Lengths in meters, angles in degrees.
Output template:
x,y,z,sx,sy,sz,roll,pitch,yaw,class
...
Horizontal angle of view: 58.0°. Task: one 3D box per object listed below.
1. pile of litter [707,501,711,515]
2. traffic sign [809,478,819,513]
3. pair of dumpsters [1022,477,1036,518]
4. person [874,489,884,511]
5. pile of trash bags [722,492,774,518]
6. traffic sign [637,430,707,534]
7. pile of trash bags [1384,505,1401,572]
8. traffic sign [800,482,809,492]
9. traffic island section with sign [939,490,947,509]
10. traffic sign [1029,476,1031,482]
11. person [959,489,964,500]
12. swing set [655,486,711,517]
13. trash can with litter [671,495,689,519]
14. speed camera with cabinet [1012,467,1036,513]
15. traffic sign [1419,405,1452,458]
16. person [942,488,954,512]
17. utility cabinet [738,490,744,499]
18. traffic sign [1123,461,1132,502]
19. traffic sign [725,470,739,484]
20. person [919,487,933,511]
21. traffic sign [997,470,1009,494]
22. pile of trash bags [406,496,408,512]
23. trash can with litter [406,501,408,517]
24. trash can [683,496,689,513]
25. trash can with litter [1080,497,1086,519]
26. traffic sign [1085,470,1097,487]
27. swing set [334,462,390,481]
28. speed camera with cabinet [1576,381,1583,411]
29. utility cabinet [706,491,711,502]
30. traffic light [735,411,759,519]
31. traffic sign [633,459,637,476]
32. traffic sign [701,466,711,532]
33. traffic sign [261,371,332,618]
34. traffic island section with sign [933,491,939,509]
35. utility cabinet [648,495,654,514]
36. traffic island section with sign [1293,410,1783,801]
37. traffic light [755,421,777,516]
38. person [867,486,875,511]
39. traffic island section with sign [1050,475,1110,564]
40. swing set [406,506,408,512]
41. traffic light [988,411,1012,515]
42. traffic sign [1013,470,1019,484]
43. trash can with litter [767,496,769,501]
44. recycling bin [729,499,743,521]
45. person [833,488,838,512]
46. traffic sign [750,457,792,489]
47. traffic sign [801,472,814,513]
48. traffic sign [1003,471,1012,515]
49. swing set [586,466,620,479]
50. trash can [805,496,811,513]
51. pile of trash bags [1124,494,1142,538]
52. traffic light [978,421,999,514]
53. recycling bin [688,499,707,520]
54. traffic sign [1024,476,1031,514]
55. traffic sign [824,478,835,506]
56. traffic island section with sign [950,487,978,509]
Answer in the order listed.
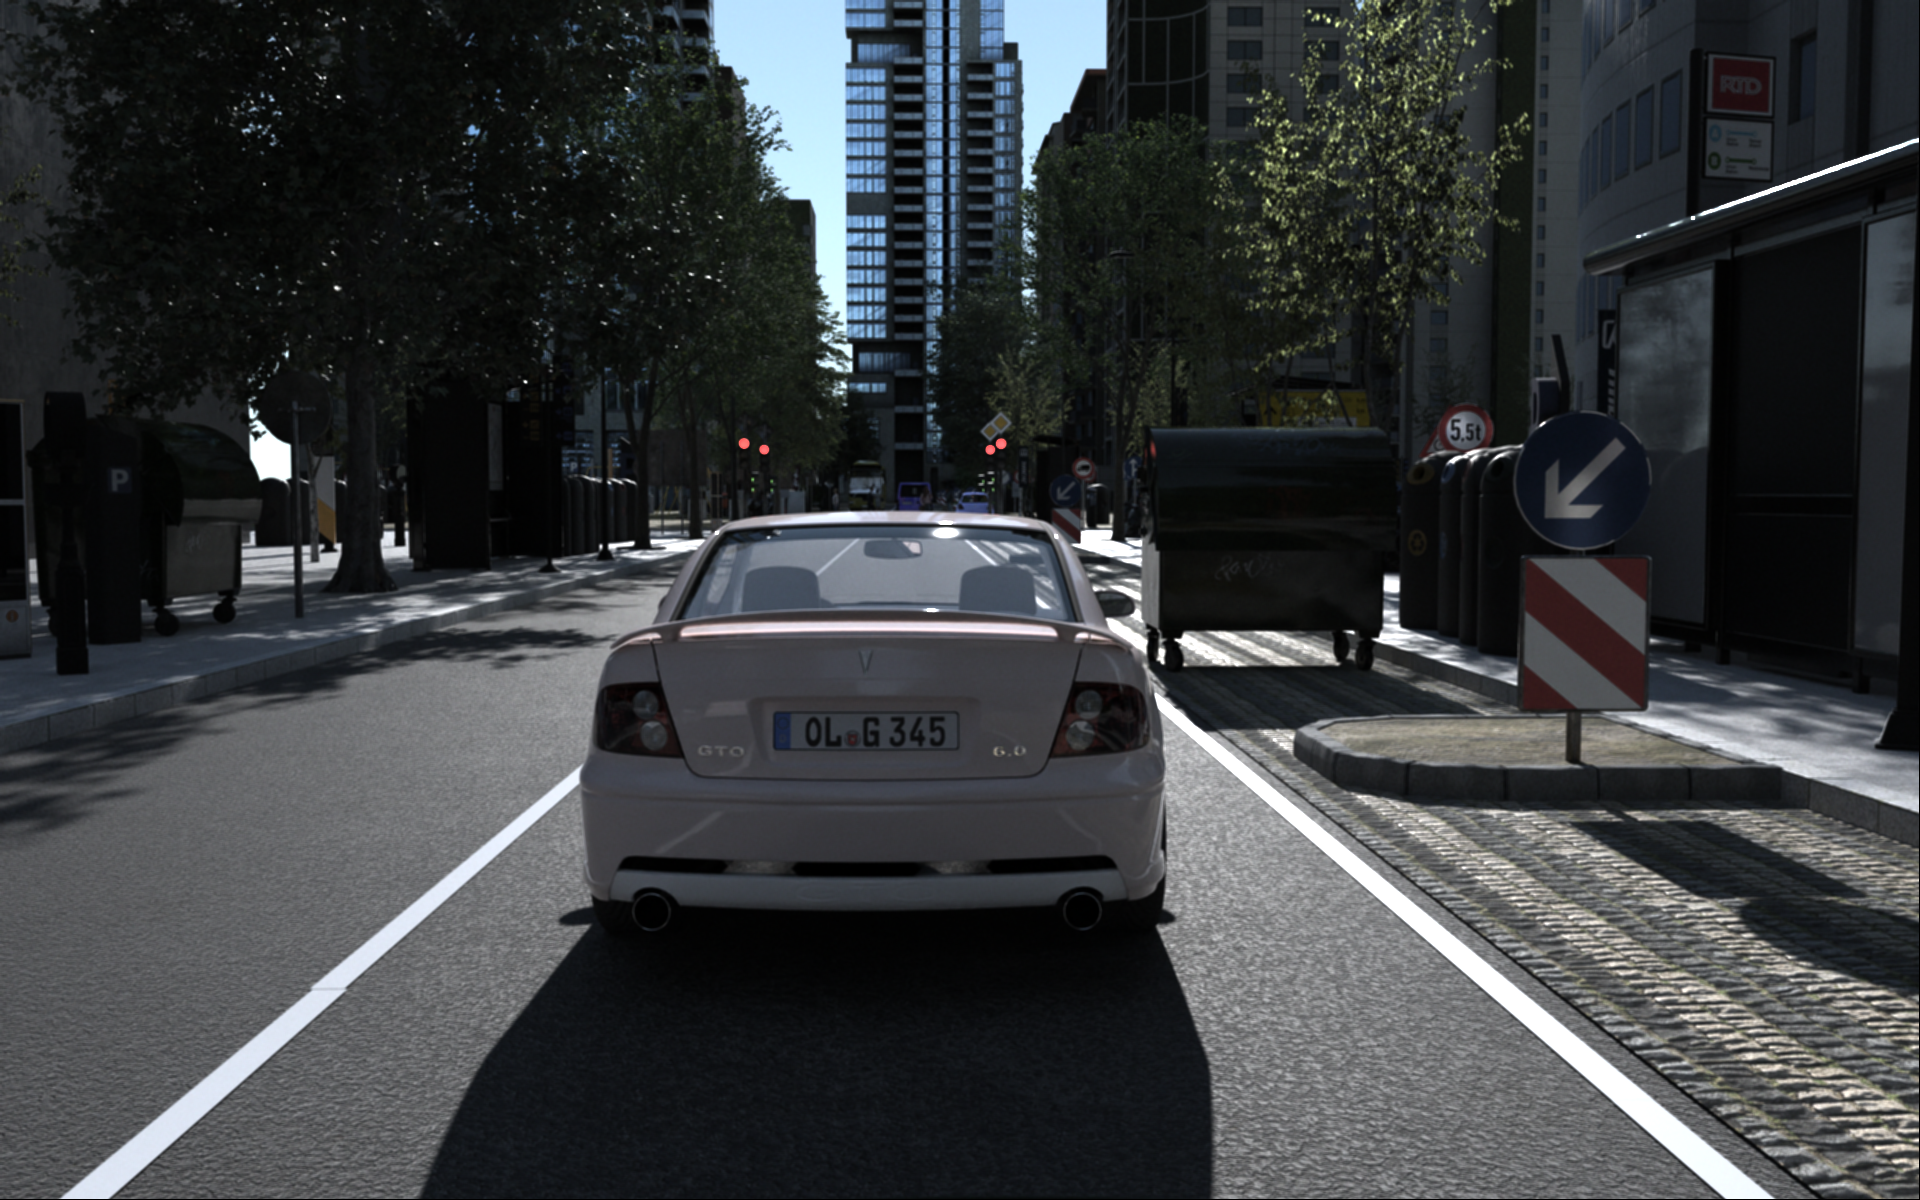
x,y,z,sx,sy,sz,roll,pitch,yaw,class
-15.185,-5.563,104.916,1.719,0.858,1.176,0,4,8,pile of litter
-9.234,-6.590,107.747,0.884,2.594,0.081,0,4,0,traffic sign
4.256,-5.619,94.371,1.574,2.255,4.437,0,4,-2,pair of dumpsters
-5.752,-7.011,123.495,0.716,1.782,0.532,0,4,1,person
-10.805,-4.732,87.117,3.447,1.369,1.912,-1,4,-23,pile of trash bags
-9.144,-3.738,54.987,2.265,3.308,0.079,0,4,5,traffic sign
6.819,-1.136,28.330,1.912,1.369,3.447,-1,4,-14,pile of trash bags
-11.458,-7.810,127.693,0.884,2.594,0.081,0,4,3,traffic sign
-0.287,-6.732,118.699,1.989,1.847,2.006,0,4,-2,traffic island section with sign
4.848,-7.293,119.339,0.768,2.556,0.104,0,4,7,traffic sign
0.212,-6.601,116.849,0.576,1.772,0.534,0,4,-5,person
-15.756,-6.229,99.472,2.862,2.851,3.119,0,4,4,swing set
-14.123,-4.796,89.468,1.678,1.210,2.233,-2,4,-25,trash can with litter
4.669,-7.708,120.358,2.038,3.252,0.660,1,4,16,speed camera with cabinet
7.125,-1.546,25.279,0.884,2.594,0.081,0,4,1,traffic sign
-0.777,-6.173,109.410,0.713,1.824,0.794,1,4,23,person
-11.980,-5.242,94.390,0.318,1.500,1.173,-1,4,-14,utility cabinet
6.317,-4.026,65.923,0.768,2.556,0.104,0,4,5,traffic sign
-12.000,-5.574,91.234,0.768,2.556,0.104,0,4,4,traffic sign
-1.532,-3.967,73.947,0.593,1.750,0.643,-2,4,-33,person
2.237,-5.622,92.029,0.768,2.556,0.104,0,4,4,traffic sign
-39.923,-6.846,121.687,3.447,1.369,1.912,2,4,32,pile of trash bags
-31.070,-5.237,97.004,1.055,1.170,0.624,1,4,16,trash can with litter
-18.292,-6.305,114.737,0.748,1.137,0.748,0,3,0,trash can
6.281,-4.696,87.831,2.233,1.210,1.678,-1,4,-16,trash can with litter
5.929,-4.886,79.996,0.768,2.556,0.104,0,4,7,traffic sign
-30.332,-5.364,85.324,3.119,2.851,2.862,1,4,19,swing set
11.584,-2.207,30.417,2.038,3.252,0.660,1,4,23,speed camera with cabinet
-16.050,-6.315,111.933,0.318,1.500,1.173,-2,4,-32,utility cabinet
-7.244,-4.259,58.548,0.839,4.253,0.868,0,4,-2,traffic light
-10.609,-3.547,58.099,0.768,2.556,0.104,0,4,8,traffic sign
-8.765,-3.592,58.732,0.884,2.594,0.081,0,4,-1,traffic sign
-6.856,-1.088,17.894,0.768,2.556,0.104,0,4,6,traffic sign
-1.694,-9.785,168.618,1.989,1.847,2.006,0,4,-2,traffic island section with sign
-20.726,-6.322,114.519,1.020,1.237,0.306,2,4,28,utility cabinet
2.821,-0.022,8.980,1.989,1.847,2.006,0,4,-2,traffic island section with sign
-7.470,-4.747,66.530,0.839,4.253,0.868,0,4,-2,traffic light
-4.752,-5.223,93.672,0.755,1.850,0.659,2,4,30,person
2.043,-1.690,36.259,1.989,1.847,2.006,0,4,-2,traffic island section with sign
-35.853,-6.643,106.228,3.119,2.851,2.862,-2,4,-35,swing set
1.363,-4.274,58.807,0.839,4.253,0.868,0,4,-2,traffic light
3.085,-5.388,88.199,0.768,2.556,0.104,0,4,0,traffic sign
-15.154,-7.634,136.211,0.624,1.170,1.055,-2,4,-23,trash can with litter
-10.554,-4.263,82.248,0.722,1.027,0.722,-1,4,-17,recycling bin
-6.366,-4.948,90.066,0.598,1.740,0.731,-2,4,-24,person
-10.263,-6.135,94.176,2.265,3.308,0.079,0,4,1,traffic sign
-8.746,-6.061,99.208,0.768,2.556,0.104,0,4,3,traffic sign
2.429,-5.736,93.887,0.768,2.556,0.104,0,4,6,traffic sign
-19.847,-6.166,98.438,3.119,2.851,2.862,2,4,29,swing set
-11.870,-7.359,131.967,0.748,1.137,0.748,0,3,0,trash can
5.688,-2.601,52.280,1.912,1.369,3.447,0,4,3,pile of trash bags
1.137,-4.763,66.788,0.839,4.253,0.868,0,4,-2,traffic light
-12.850,-4.415,84.733,0.722,1.027,0.722,-2,4,-29,recycling bin
4.129,-6.762,110.657,0.768,2.556,0.104,0,4,5,traffic sign
-9.270,-7.472,123.345,0.795,2.450,0.064,0,4,4,traffic sign
0.478,-5.084,91.754,1.989,1.847,2.006,0,4,-2,traffic island section with sign
